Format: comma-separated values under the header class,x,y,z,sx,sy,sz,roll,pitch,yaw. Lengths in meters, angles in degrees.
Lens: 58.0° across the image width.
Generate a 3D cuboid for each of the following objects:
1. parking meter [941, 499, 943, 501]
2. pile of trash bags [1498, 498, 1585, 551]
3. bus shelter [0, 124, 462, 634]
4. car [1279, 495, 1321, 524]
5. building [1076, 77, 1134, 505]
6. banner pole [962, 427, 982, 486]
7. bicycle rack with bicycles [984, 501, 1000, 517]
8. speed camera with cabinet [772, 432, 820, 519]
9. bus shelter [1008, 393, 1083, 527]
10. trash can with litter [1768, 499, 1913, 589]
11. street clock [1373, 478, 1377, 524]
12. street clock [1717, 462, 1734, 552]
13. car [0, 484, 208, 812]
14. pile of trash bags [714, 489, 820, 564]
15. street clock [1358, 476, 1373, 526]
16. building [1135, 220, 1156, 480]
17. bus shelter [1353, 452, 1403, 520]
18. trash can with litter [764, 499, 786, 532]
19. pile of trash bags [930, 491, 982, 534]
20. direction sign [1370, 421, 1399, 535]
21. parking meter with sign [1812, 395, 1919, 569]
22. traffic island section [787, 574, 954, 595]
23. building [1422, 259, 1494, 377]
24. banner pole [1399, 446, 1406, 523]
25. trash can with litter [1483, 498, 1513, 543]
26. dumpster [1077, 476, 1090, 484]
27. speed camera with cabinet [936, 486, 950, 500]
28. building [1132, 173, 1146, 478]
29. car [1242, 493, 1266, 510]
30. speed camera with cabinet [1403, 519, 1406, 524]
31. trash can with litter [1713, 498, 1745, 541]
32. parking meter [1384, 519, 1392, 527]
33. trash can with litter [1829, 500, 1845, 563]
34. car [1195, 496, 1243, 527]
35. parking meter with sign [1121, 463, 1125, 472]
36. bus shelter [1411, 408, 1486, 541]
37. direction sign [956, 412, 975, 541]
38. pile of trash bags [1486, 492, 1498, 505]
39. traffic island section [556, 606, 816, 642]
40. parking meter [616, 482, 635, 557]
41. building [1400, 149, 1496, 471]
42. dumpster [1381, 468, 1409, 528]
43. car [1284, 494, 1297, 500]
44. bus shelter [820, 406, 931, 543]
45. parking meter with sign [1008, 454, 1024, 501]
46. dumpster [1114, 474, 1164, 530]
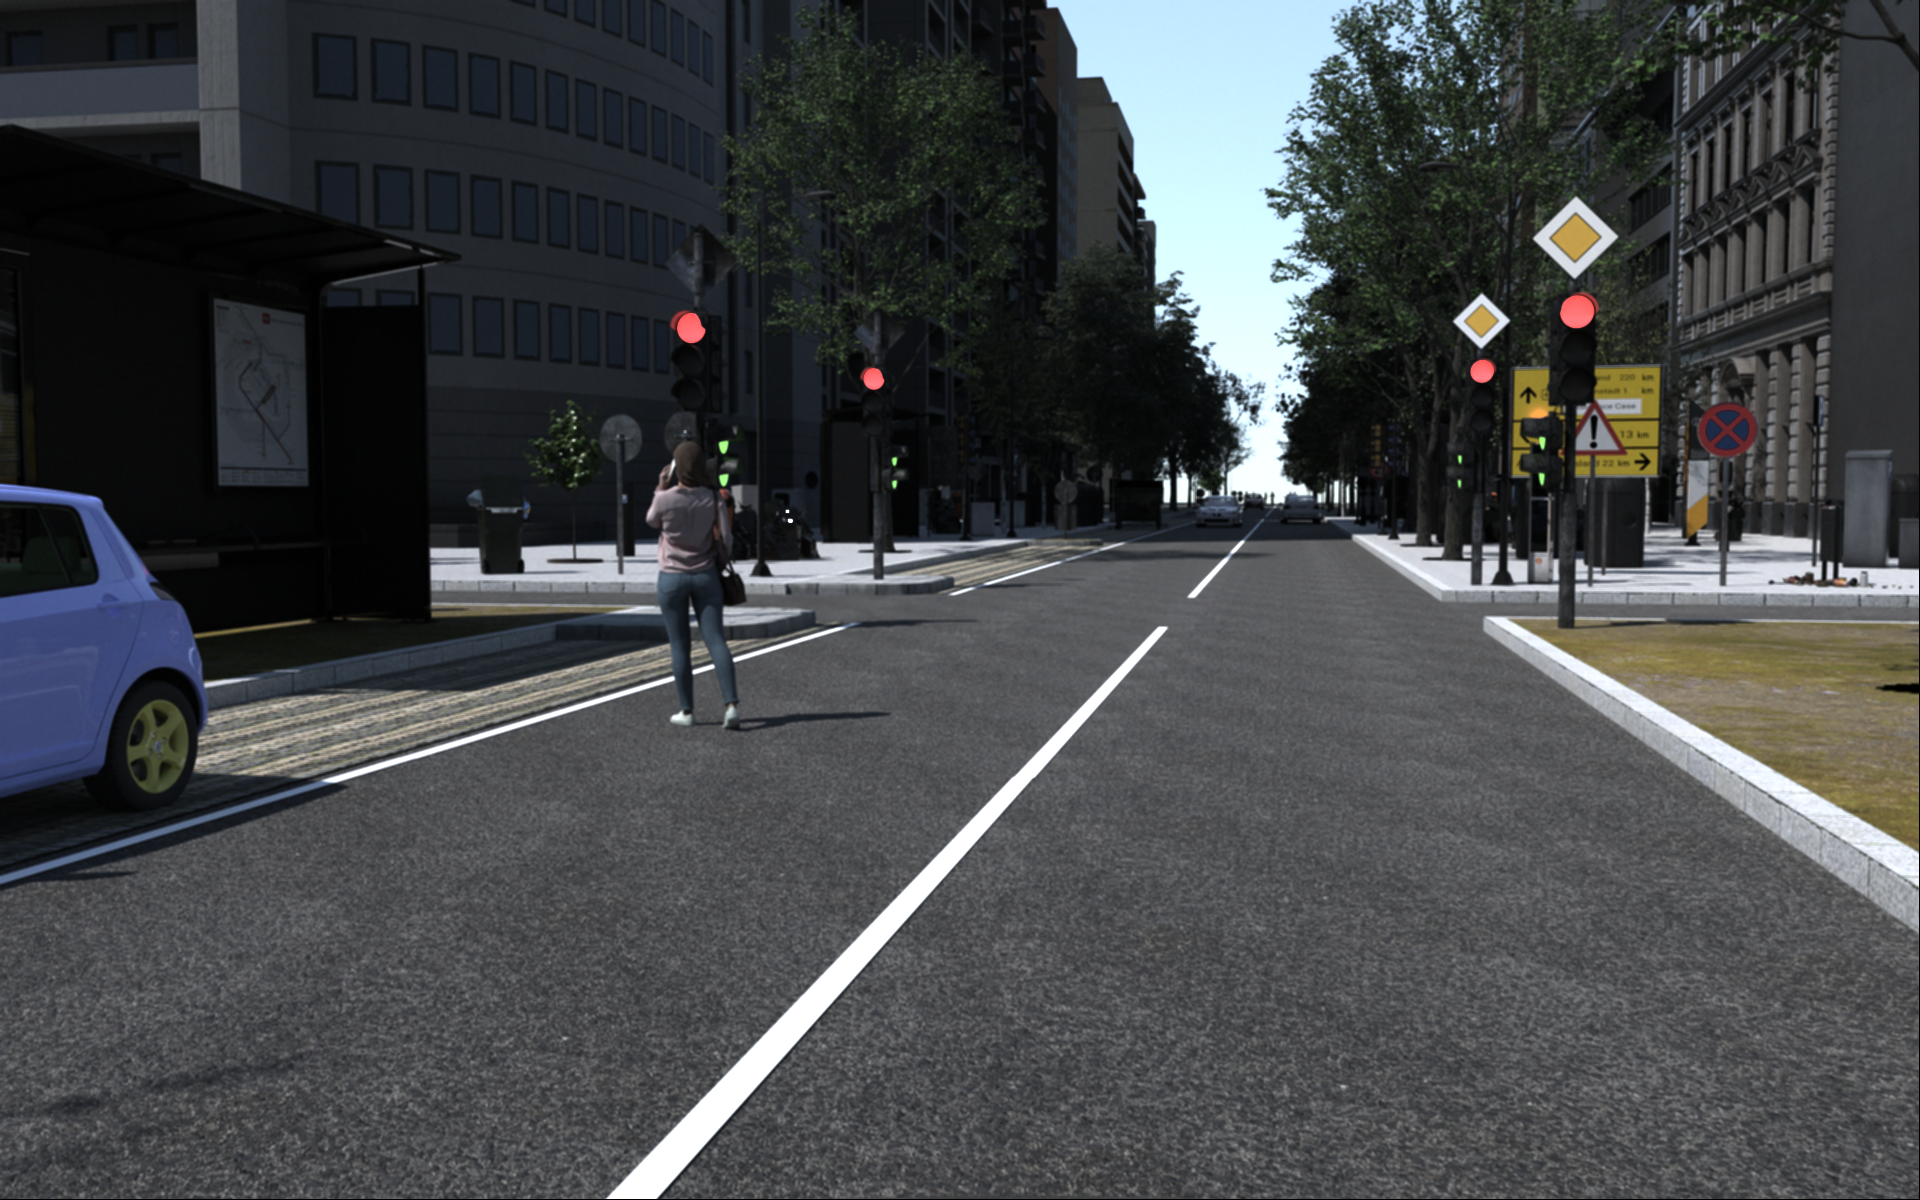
class,x,y,z,sx,sy,sz,roll,pitch,yaw
parking meter,-1.108,-5.691,98.751,0.255,1.863,0.399,-1,4,-18
pile of trash bags,13.788,-1.868,40.298,1.912,1.369,3.447,1,4,10
bus shelter,-6.300,-1.405,14.254,1.731,3.624,6.357,1,4,11
car,16.674,-4.434,84.858,2.083,1.381,4.827,1,4,9
building,9.083,-35.672,206.934,21.300,48.544,21.600,1,4,11
banner pole,0.434,-4.558,64.533,0.863,3.779,0.401,1,4,16
bicycle rack with bicycles,2.117,-4.796,91.789,2.852,0.926,2.925,-1,4,-20
speed camera with cabinet,-5.138,-3.761,55.825,2.038,3.252,0.660,2,4,35
bus shelter,3.470,-5.728,71.284,2.179,5.291,8.768,1,4,10
trash can with litter,12.369,-0.830,24.621,1.678,1.210,2.233,1,4,10
street clock,17.862,-4.305,74.951,0.358,2.002,0.471,1,4,21
street clock,17.068,-2.083,38.629,0.358,2.002,0.471,2,4,31
car,-4.678,0.176,6.710,1.945,1.707,3.694,1,4,11
pile of trash bags,-4.024,-1.442,33.325,1.912,1.369,3.447,1,4,15
street clock,16.244,-3.988,69.775,0.358,2.002,0.471,-1,4,-21
building,20.973,-34.819,252.887,14.154,41.232,14.086,1,4,11
bus shelter,19.635,-5.365,81.638,2.014,3.302,5.546,1,4,11
trash can with litter,-4.585,-1.846,41.561,0.624,1.170,1.055,2,4,28
pile of trash bags,-0.024,-2.888,56.967,1.912,1.369,3.447,0,4,-2
direction sign,13.207,-3.789,53.943,0.876,3.537,0.379,1,4,8
parking meter with sign,15.790,-2.069,30.087,1.738,3.016,0.543,2,4,35
traffic island section,-1.242,-0.229,26.018,2.009,0.180,2.903,1,4,11
building,60.601,-26.287,201.491,14.160,30.474,14.107,1,4,11
banner pole,19.464,-5.287,76.463,0.401,3.779,0.863,-2,4,-29
trash can with litter,14.243,-2.081,45.411,0.624,1.170,1.055,-3,5,-44
dumpster,6.564,-5.635,94.619,1.502,2.255,1.985,1,4,11
speed camera with cabinet,-1.264,-5.543,84.969,0.660,3.252,2.038,-2,4,-32
building,13.214,-35.339,232.424,22.147,44.769,28.867,1,4,11
car,26.537,-9.014,156.412,2.155,1.783,4.494,1,4,9
speed camera with cabinet,18.128,-4.552,68.753,0.660,3.252,2.038,2,4,27
trash can with litter,20.834,-2.182,47.062,0.624,1.170,1.055,0,4,-7
parking meter,16.610,-3.753,67.080,0.255,1.863,0.399,3,5,43
trash can with litter,16.574,-1.274,32.216,0.624,1.170,1.055,0,4,6
car,11.442,-3.909,76.280,2.083,1.381,4.827,1,4,12
parking meter with sign,9.075,-6.126,96.424,0.543,3.016,1.738,1,4,18
bus shelter,14.111,-3.606,50.239,1.731,3.624,6.357,1,4,11
direction sign,0.162,-3.419,47.898,0.379,3.537,0.876,2,4,35
pile of trash bags,29.486,-4.984,91.240,3.447,1.369,1.912,1,4,9
traffic island section,-2.723,0.251,18.170,2.009,0.180,2.903,1,4,11
parking meter,-6.890,-1.667,35.659,0.372,1.533,0.369,0,3,0
building,67.278,-34.697,221.913,22.147,44.769,28.867,1,4,11
dumpster,16.692,-3.859,65.595,1.502,2.255,1.985,1,4,10
car,43.719,-13.405,228.216,2.155,1.783,4.494,1,4,11
bus shelter,-2.263,-3.472,48.049,1.731,3.624,6.357,1,4,11
parking meter with sign,2.335,-4.800,74.745,0.543,3.016,1.738,1,4,15
dumpster,7.204,-3.960,69.694,1.985,2.255,1.502,1,4,11
